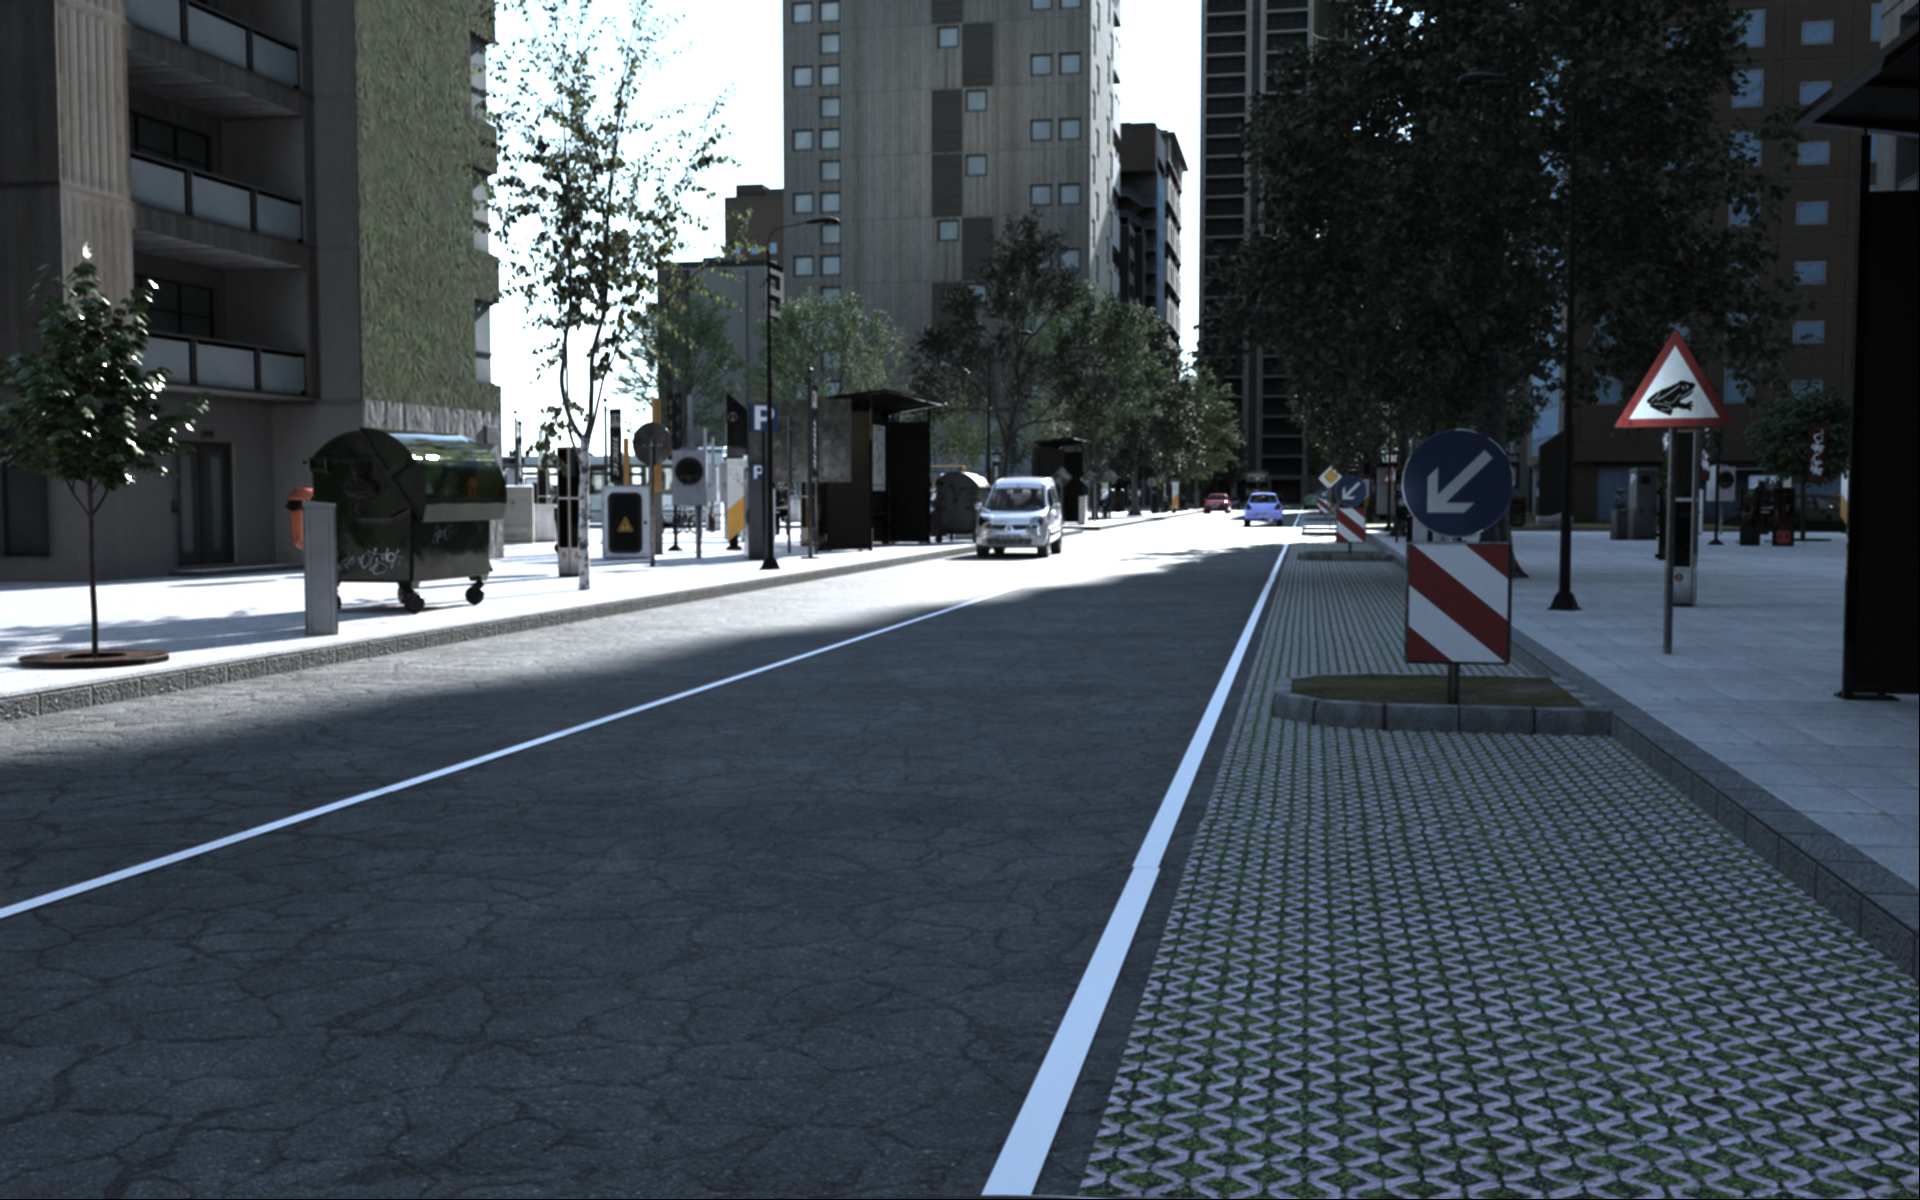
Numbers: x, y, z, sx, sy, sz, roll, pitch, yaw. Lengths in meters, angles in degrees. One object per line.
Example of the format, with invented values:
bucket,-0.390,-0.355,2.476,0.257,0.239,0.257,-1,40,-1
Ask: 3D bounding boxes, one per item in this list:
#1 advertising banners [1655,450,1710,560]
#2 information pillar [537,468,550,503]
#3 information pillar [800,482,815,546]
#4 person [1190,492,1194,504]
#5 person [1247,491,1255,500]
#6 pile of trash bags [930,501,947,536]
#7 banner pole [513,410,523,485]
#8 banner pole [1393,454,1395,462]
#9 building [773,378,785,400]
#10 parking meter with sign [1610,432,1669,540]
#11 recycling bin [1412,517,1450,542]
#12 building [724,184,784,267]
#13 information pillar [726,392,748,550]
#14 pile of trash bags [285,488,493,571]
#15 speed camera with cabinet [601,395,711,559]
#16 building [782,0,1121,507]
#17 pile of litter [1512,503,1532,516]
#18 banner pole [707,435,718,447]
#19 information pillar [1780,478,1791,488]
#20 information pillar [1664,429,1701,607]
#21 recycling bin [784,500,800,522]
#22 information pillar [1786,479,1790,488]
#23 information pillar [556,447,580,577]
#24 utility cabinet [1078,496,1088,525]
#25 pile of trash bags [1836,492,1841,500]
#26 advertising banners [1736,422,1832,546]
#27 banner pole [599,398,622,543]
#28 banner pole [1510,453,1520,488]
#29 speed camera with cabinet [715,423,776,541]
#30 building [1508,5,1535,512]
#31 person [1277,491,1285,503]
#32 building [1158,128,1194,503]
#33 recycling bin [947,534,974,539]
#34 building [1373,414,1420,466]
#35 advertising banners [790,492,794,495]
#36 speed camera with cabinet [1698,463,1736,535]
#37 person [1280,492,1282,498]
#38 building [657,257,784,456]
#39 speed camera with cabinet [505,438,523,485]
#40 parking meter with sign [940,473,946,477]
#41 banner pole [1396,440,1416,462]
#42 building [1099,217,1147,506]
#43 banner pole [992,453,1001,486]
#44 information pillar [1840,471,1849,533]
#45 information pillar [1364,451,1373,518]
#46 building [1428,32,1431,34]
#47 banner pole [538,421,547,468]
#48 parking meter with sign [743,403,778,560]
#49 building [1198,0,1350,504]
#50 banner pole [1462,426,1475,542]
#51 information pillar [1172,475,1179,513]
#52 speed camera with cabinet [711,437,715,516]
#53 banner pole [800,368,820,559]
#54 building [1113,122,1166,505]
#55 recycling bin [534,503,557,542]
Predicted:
advertising banners,14.353,-2.327,34.234,2.074,3.025,0.090,-3,5,-39
information pillar,-11.958,-2.769,49.763,0.304,2.012,0.304,0,4,1
information pillar,-3.777,-2.353,42.957,0.304,2.012,0.304,1,4,12
person,29.904,-13.102,223.265,0.990,1.755,0.434,-3,5,-45
person,26.859,-9.163,158.837,1.217,1.766,0.721,3,5,41
pile of trash bags,-0.024,-2.703,53.943,1.912,1.369,3.447,1,4,12
banner pole,-13.224,-3.785,51.901,0.401,3.779,0.863,0,4,3
banner pole,25.257,-6.737,100.175,0.863,3.779,0.401,-1,4,-22
building,-6.317,-54.589,205.197,31.000,86.520,22.319,1,4,11
parking meter with sign,19.233,-3.214,48.808,1.738,3.016,0.543,-1,4,-13
recycling bin,11.457,-1.800,41.983,0.722,1.027,0.722,3,5,43
building,-25.092,-36.827,252.231,14.200,45.320,14.600,1,4,11
information pillar,-5.148,-2.973,39.956,0.504,3.616,0.183,0,4,-2
pile of trash bags,-9.234,-1.093,27.621,1.912,1.369,3.447,2,4,28
speed camera with cabinet,-6.040,-2.443,34.278,2.038,3.252,0.660,0,4,-5
building,0.316,-34.939,160.496,28.713,52.752,27.495,1,4,11
pile of litter,32.450,-5.246,99.744,1.719,0.858,1.176,3,4,36
banner pole,-10.551,-5.139,74.038,0.863,3.779,0.401,3,5,42
information pillar,33.188,-3.986,69.668,0.304,2.012,0.304,-1,4,-18
information pillar,8.255,-0.936,19.792,0.304,2.012,0.304,2,4,31
recycling bin,-7.657,-4.084,79.322,0.722,1.027,0.722,0,4,1
information pillar,30.452,-4.422,63.662,0.183,3.616,0.504,1,4,21
information pillar,-6.054,-1.374,26.954,0.304,2.012,0.304,3,5,40
utility cabinet,5.092,-3.711,71.833,0.306,1.237,1.020,1,4,10
pile of trash bags,36.005,-3.599,68.595,3.447,1.369,1.912,-2,4,-24
advertising banners,20.338,-2.850,42.781,2.074,3.025,0.090,2,4,30
banner pole,-9.014,-3.353,44.846,0.863,3.779,0.401,3,5,39
banner pole,29.844,-6.345,93.752,0.863,3.779,0.401,1,4,11
speed camera with cabinet,-5.873,-3.274,47.874,0.660,3.252,2.038,-3,5,-39
building,45.301,-49.080,115.136,22.319,86.520,31.000,1,4,11
person,39.137,-12.442,211.934,1.348,1.823,0.705,3,5,40
building,20.311,-40.425,250.185,27.495,52.752,28.713,1,4,11
recycling bin,0.083,-2.384,51.529,0.722,1.027,0.722,-3,4,-37
building,70.034,-37.841,238.308,30.456,49.044,23.786,1,4,11
advertising banners,-13.433,-8.406,133.620,0.090,3.025,2.074,2,4,35
speed camera with cabinet,23.407,-3.694,54.735,2.038,3.252,0.660,0,4,-8
person,40.274,-12.801,217.757,0.705,1.831,1.348,0,4,3
building,-28.538,-27.118,215.087,14.107,30.474,14.160,1,4,11
speed camera with cabinet,-16.027,-4.137,61.980,0.660,3.252,2.038,-1,4,-18
parking meter with sign,-0.824,-9.028,143.874,0.543,3.016,1.738,3,5,44
banner pole,15.248,-4.200,58.683,0.401,3.779,0.863,-1,4,-21
building,11.698,-24.992,180.316,14.160,30.474,14.107,1,4,11
banner pole,1.775,-6.227,91.834,0.863,3.779,0.401,1,4,14
information pillar,29.133,-4.007,56.877,0.183,3.616,0.504,0,4,-7
information pillar,22.232,-6.305,94.446,0.504,3.616,0.183,0,4,7
building,64.456,-36.665,188.717,28.713,52.752,27.495,1,4,11
banner pole,-14.267,-4.237,59.285,0.401,3.779,0.863,-3,4,-38
parking meter with sign,-3.997,-2.321,34.207,0.543,3.016,1.738,-1,4,-15
building,44.211,-49.144,241.751,20.611,71.187,20.563,1,4,11
banner pole,13.676,-3.463,46.634,0.863,3.779,0.401,-1,4,-19
information pillar,14.268,-7.547,114.741,0.504,3.616,0.183,1,4,23
speed camera with cabinet,-7.057,-3.527,51.997,2.038,3.252,0.660,-2,4,-28
banner pole,-2.941,-2.729,34.635,0.401,3.779,0.863,1,4,10
building,16.665,-34.006,206.107,14.200,45.320,14.600,1,4,11
recycling bin,-11.136,-2.083,46.612,0.722,1.027,0.722,0,4,4
